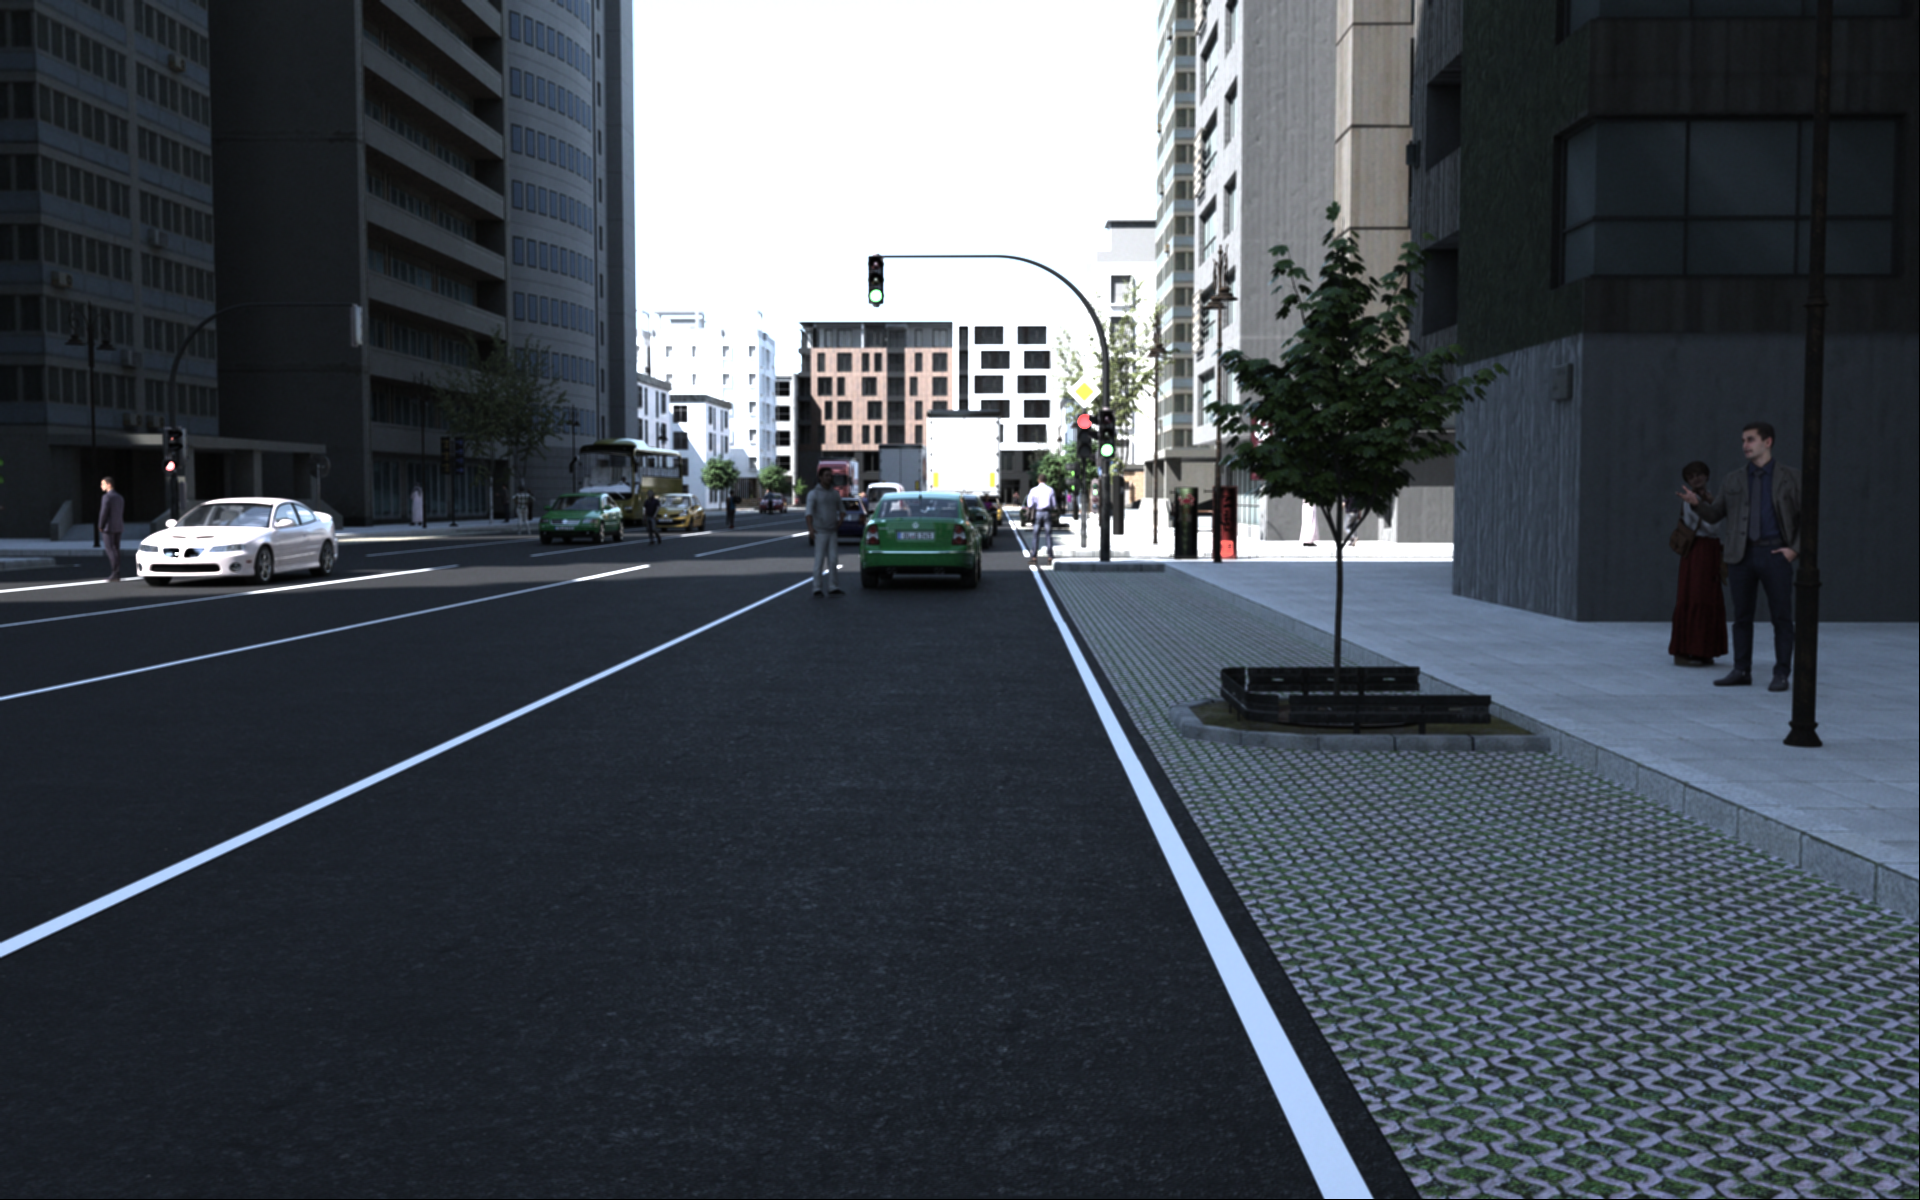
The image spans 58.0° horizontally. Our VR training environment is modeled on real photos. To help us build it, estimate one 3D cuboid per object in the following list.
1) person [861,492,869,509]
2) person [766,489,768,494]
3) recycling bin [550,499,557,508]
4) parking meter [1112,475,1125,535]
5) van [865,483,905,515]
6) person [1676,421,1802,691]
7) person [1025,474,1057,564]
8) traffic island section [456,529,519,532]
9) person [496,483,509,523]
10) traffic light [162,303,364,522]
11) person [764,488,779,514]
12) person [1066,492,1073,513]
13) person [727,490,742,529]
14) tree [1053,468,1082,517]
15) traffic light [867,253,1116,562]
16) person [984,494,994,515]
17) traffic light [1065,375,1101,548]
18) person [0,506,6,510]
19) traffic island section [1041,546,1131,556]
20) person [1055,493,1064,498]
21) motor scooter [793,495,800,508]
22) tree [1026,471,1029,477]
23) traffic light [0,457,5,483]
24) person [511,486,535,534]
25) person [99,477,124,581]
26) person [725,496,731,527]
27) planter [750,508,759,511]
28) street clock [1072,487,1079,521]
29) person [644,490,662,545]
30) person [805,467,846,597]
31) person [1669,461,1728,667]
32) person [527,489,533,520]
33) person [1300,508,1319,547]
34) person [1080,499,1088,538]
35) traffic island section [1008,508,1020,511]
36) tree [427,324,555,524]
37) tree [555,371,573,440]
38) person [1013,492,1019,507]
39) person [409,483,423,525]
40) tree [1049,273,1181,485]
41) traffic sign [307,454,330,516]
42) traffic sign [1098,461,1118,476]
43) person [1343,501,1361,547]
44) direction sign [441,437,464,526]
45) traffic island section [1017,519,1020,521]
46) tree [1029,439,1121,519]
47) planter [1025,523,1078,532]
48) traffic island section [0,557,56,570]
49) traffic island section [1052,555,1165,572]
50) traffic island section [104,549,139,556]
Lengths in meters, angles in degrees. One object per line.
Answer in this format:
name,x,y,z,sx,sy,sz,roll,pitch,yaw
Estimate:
person,-3.295,-2.967,59.709,0.574,1.496,0.600,-3,5,-43
person,-18.529,-9.869,167.925,0.750,1.759,0.617,1,4,20
recycling bin,-19.794,-4.447,85.255,0.722,1.027,0.722,-1,4,-8
parking meter,4.948,-2.956,54.043,0.255,1.863,0.399,2,4,32
van,-2.854,-3.742,68.199,2.013,2.044,4.112,0,4,3
person,5.147,-0.293,11.359,0.750,1.759,0.617,-2,4,-32
person,1.691,-1.651,35.366,0.709,1.838,0.599,0,4,4
traffic island section,-17.953,-2.647,66.141,1.991,0.108,1.994,0,4,1
person,-20.643,-4.372,78.056,0.750,1.759,0.617,0,4,2
traffic light,-16.673,-4.079,41.352,4.771,5.953,1.251,0,4,1
person,-13.359,-6.961,122.292,1.348,1.826,0.705,3,4,37
person,7.286,-6.480,115.223,0.726,1.435,0.776,0,4,0
person,-9.363,-3.732,71.396,0.662,1.594,0.647,3,4,37
tree,6.517,-6.385,98.998,1.663,3.219,1.824,0,3,0
traffic light,0.647,-3.558,32.838,4.771,5.953,1.251,0,4,1
person,0.802,-2.527,53.060,0.726,1.435,0.776,0,4,7
traffic light,2.910,-3.180,40.918,0.839,4.253,0.868,0,4,1
person,-23.709,-2.079,41.989,0.435,1.587,0.963,3,5,40
traffic island section,2.950,-1.147,41.031,2.009,0.180,2.903,0,4,1
person,7.278,-7.364,126.999,0.990,1.755,0.434,-1,4,-13
motor scooter,-16.215,-9.786,172.781,0.815,1.314,1.986,0,4,-1
tree,6.789,-8.360,120.403,4.285,4.588,4.351,0,3,0
traffic light,-18.936,-2.719,33.378,0.839,4.253,0.868,0,4,1
person,-15.547,-3.200,61.548,0.841,1.734,0.376,-2,4,-27
person,-14.021,-1.175,28.630,0.530,1.710,0.541,1,4,19
person,-10.035,-3.843,75.248,0.435,1.345,0.340,1,4,14
planter,-16.303,-7.503,143.805,1.991,0.319,1.994,0,4,1
street clock,5.631,-4.856,83.964,0.358,2.002,0.471,-3,5,-44
person,-8.647,-2.344,49.039,0.471,1.553,0.569,-2,4,-30
person,-1.872,-0.952,24.218,0.875,1.805,0.789,-3,4,-36
person,5.518,-0.269,12.909,0.387,1.526,0.523,3,5,43
person,-21.196,-4.693,85.040,0.482,1.546,0.388,-3,4,-37
person,8.548,-2.165,42.115,0.621,1.740,0.551,-2,4,-23
person,4.075,-2.703,56.604,0.340,1.345,0.435,0,4,3
traffic island section,5.719,-9.073,171.216,1.991,0.108,1.994,0,4,1
tree,-20.355,-7.566,74.070,4.737,8.622,4.395,0,3,0
tree,-20.185,-7.935,80.097,4.737,8.622,4.395,0,3,0
person,5.260,-9.345,162.754,0.593,1.643,0.415,-3,5,-40
person,-22.221,-3.925,70.888,0.621,1.740,0.551,1,4,17
tree,5.118,-6.531,57.140,4.737,8.622,4.395,0,3,0
traffic sign,-20.467,-3.374,55.271,0.768,2.556,0.104,0,4,6
traffic sign,5.496,-3.934,64.431,0.768,2.556,0.104,0,4,4
person,9.464,-2.065,42.013,0.569,1.553,0.471,0,4,8
direction sign,-20.114,-4.692,68.705,0.876,3.537,0.379,-1,4,-18
traffic island section,4.050,-4.307,93.284,1.991,0.108,1.994,0,4,1
tree,6.656,-6.421,88.699,4.285,4.588,4.351,0,3,0
planter,3.482,-2.765,66.340,1.991,0.319,1.994,0,4,1
traffic island section,-18.976,-0.687,33.514,2.009,0.180,2.903,0,4,1
traffic island section,2.781,-0.659,33.048,2.009,0.180,2.903,0,4,1
traffic island section,-18.806,-1.175,41.497,2.009,0.180,2.903,0,4,1
